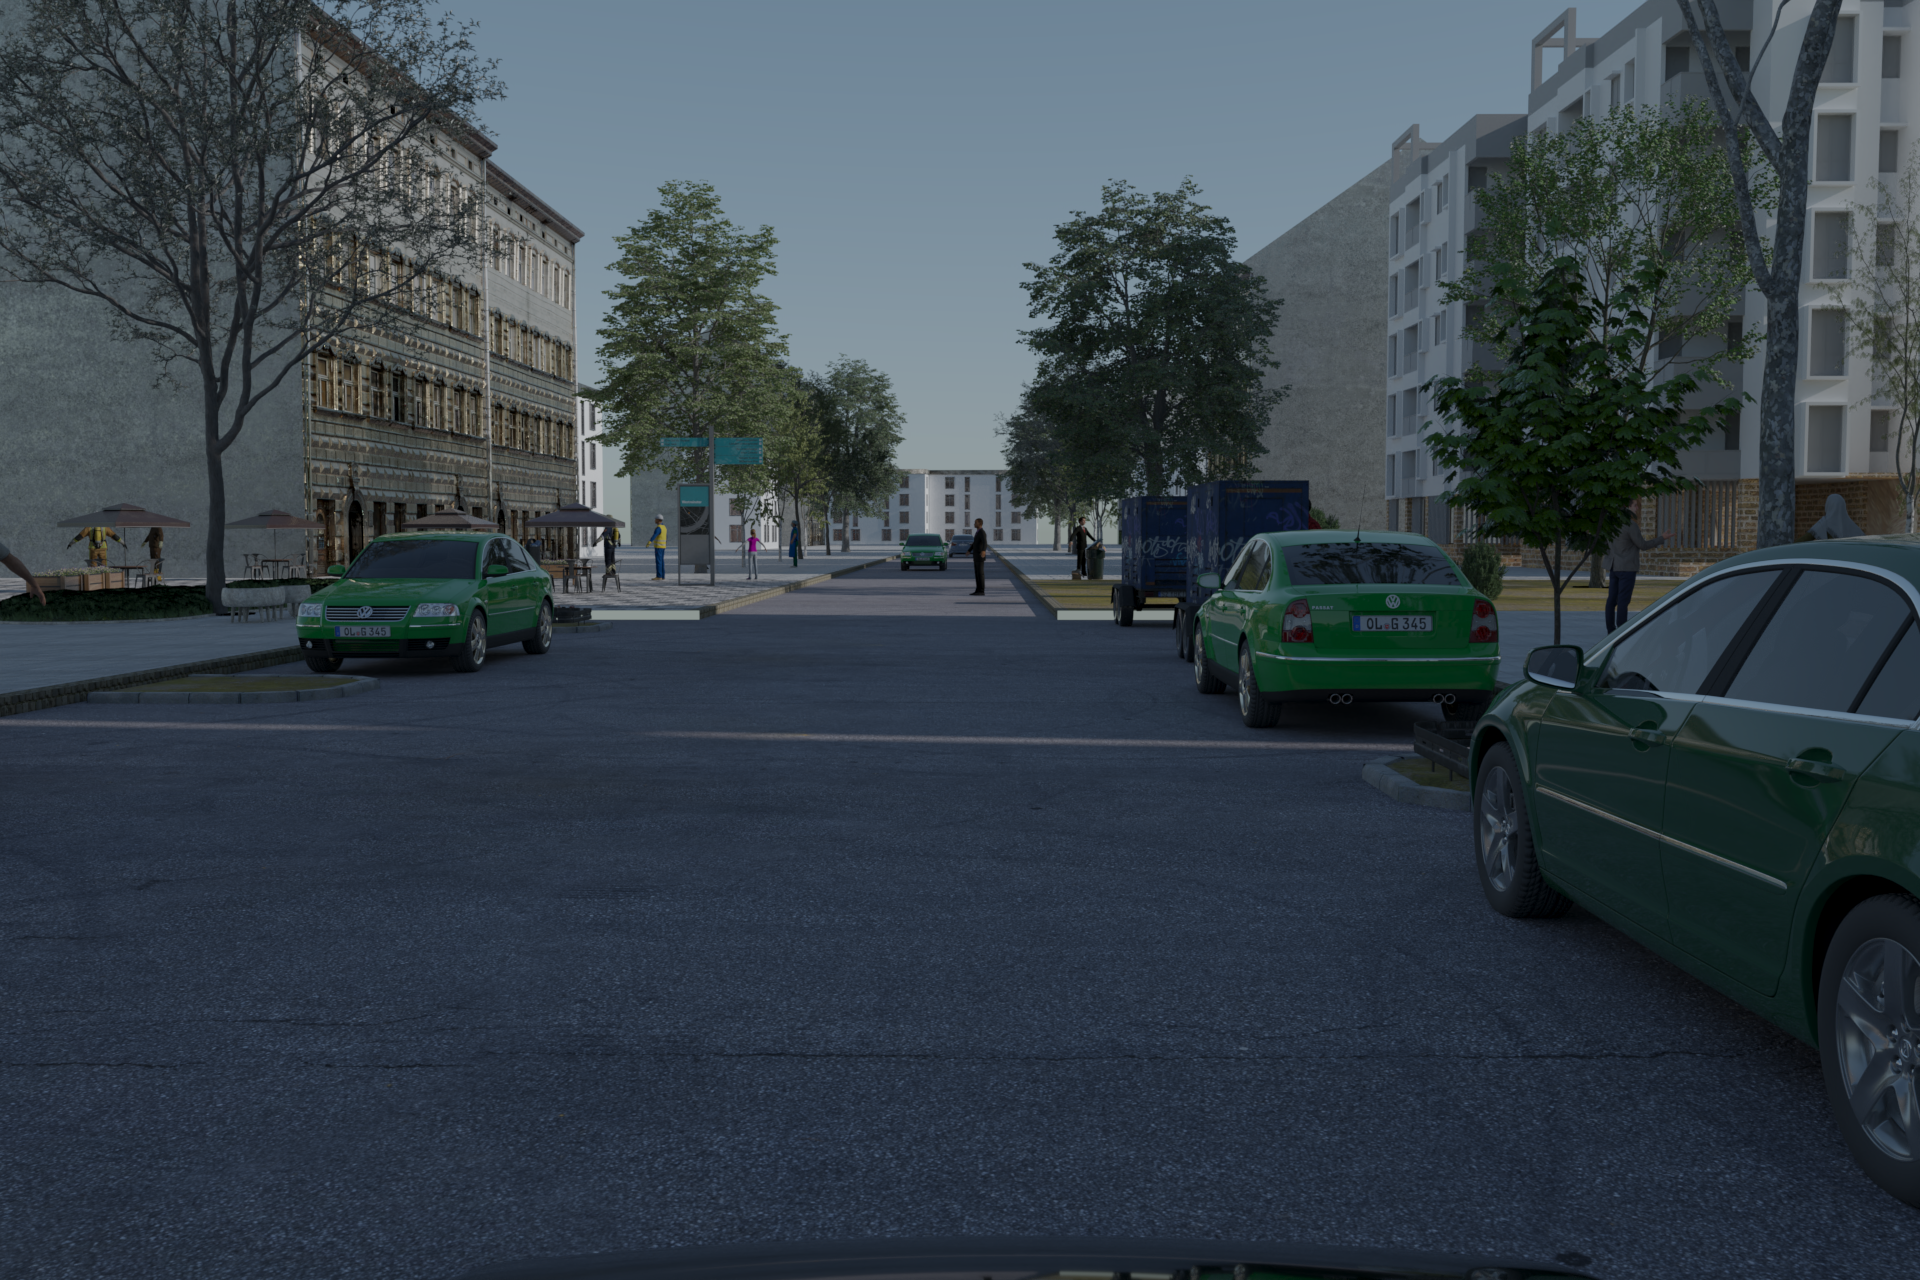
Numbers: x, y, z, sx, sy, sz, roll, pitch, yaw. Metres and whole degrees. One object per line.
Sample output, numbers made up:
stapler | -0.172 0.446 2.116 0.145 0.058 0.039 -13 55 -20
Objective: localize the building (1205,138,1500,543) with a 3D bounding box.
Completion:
building | 25.553 -16.804 105.667 19.493 23.208 18.063 0 4 0

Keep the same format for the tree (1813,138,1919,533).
tree | 18.038 -5.067 33.215 4.360 8.622 3.978 0 3 0

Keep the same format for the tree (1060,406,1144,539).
tree | 6.761 -8.387 87.492 4.360 8.622 3.978 0 3 0

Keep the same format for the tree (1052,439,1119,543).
tree | 7.300 -8.874 95.454 4.737 8.622 4.395 0 3 0

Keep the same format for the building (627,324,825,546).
building | -24.817 -21.855 188.263 19.493 23.208 18.063 0 4 1

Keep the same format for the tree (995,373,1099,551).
tree | 7.321 -13.765 131.711 9.857 13.997 8.962 0 3 0

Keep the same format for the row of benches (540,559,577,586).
row of benches | -11.303 -1.646 42.371 4.104 0.672 1.422 -1 4 -17

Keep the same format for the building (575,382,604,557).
building | -25.514 -9.803 102.426 9.099 9.664 28.070 0 4 1

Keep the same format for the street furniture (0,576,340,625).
street furniture | -11.625 -0.837 29.313 5.734 0.657 10.072 1 4 10

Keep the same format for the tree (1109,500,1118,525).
tree | 22.966 -18.754 224.747 7.486 12.596 7.792 0 3 0

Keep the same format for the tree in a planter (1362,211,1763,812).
tree in a planter | 3.343 -0.760 9.648 1.991 3.239 1.994 0 4 0

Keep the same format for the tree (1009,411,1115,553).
tree | 7.583 -11.331 119.670 8.767 10.594 7.601 0 4 2

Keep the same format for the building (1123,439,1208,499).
building | 21.275 -13.751 166.983 9.099 9.664 28.070 0 4 0

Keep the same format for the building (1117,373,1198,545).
building | 27.702 -20.208 196.856 16.747 18.905 31.486 0 4 0

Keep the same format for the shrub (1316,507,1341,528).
shrub | 9.975 -2.667 48.020 1.690 2.028 1.600 0 3 0

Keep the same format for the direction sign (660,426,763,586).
direction sign | -6.121 -3.340 43.370 2.525 3.948 1.411 0 4 1

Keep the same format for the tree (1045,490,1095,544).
tree | 14.695 -18.885 226.893 7.486 12.596 7.792 0 3 0

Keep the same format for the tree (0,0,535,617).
tree | -11.581 -7.129 26.924 12.009 13.543 11.850 0 3 0

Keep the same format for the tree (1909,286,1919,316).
tree | 28.693 -8.065 42.225 12.009 13.543 11.850 0 3 0

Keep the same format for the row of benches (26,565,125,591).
row of benches | -16.389 -1.027 32.252 1.422 0.672 4.104 -1 4 -12

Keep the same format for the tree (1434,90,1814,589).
tree | 15.321 -7.036 40.787 9.928 11.665 9.643 0 3 0

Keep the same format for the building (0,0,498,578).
building | -27.923 -13.939 58.834 19.493 23.208 18.063 0 4 1

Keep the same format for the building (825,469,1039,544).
building | -3.935 -17.063 223.587 28.070 9.664 9.099 0 4 6

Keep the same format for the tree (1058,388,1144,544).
tree | 6.625 -7.982 80.862 4.737 8.622 4.395 0 3 0

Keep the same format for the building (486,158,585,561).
building | -28.662 -15.130 78.308 19.493 23.208 18.063 0 4 0

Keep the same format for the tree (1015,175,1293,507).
tree | 6.744 -9.423 60.724 9.857 13.997 8.962 0 3 0

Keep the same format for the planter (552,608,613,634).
planter | -6.284 -0.290 25.880 1.991 0.319 1.994 0 4 1

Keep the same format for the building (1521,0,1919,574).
building | 26.403 -12.687 63.856 16.016 20.090 11.380 0 4 0

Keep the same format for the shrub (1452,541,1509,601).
shrub | 9.609 -1.277 31.995 1.383 1.207 1.383 0 3 0

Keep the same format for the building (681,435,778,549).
building | -21.201 -13.317 159.873 9.099 9.664 28.070 0 3 0

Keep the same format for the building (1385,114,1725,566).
building | 25.509 -13.754 81.299 16.016 20.090 11.380 0 4 1

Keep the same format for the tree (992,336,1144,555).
tree | 7.017 -12.044 107.291 12.009 13.543 11.850 0 3 0

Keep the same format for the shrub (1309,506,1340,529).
shrub | 7.913 -2.150 39.571 1.690 2.028 1.600 0 3 0
